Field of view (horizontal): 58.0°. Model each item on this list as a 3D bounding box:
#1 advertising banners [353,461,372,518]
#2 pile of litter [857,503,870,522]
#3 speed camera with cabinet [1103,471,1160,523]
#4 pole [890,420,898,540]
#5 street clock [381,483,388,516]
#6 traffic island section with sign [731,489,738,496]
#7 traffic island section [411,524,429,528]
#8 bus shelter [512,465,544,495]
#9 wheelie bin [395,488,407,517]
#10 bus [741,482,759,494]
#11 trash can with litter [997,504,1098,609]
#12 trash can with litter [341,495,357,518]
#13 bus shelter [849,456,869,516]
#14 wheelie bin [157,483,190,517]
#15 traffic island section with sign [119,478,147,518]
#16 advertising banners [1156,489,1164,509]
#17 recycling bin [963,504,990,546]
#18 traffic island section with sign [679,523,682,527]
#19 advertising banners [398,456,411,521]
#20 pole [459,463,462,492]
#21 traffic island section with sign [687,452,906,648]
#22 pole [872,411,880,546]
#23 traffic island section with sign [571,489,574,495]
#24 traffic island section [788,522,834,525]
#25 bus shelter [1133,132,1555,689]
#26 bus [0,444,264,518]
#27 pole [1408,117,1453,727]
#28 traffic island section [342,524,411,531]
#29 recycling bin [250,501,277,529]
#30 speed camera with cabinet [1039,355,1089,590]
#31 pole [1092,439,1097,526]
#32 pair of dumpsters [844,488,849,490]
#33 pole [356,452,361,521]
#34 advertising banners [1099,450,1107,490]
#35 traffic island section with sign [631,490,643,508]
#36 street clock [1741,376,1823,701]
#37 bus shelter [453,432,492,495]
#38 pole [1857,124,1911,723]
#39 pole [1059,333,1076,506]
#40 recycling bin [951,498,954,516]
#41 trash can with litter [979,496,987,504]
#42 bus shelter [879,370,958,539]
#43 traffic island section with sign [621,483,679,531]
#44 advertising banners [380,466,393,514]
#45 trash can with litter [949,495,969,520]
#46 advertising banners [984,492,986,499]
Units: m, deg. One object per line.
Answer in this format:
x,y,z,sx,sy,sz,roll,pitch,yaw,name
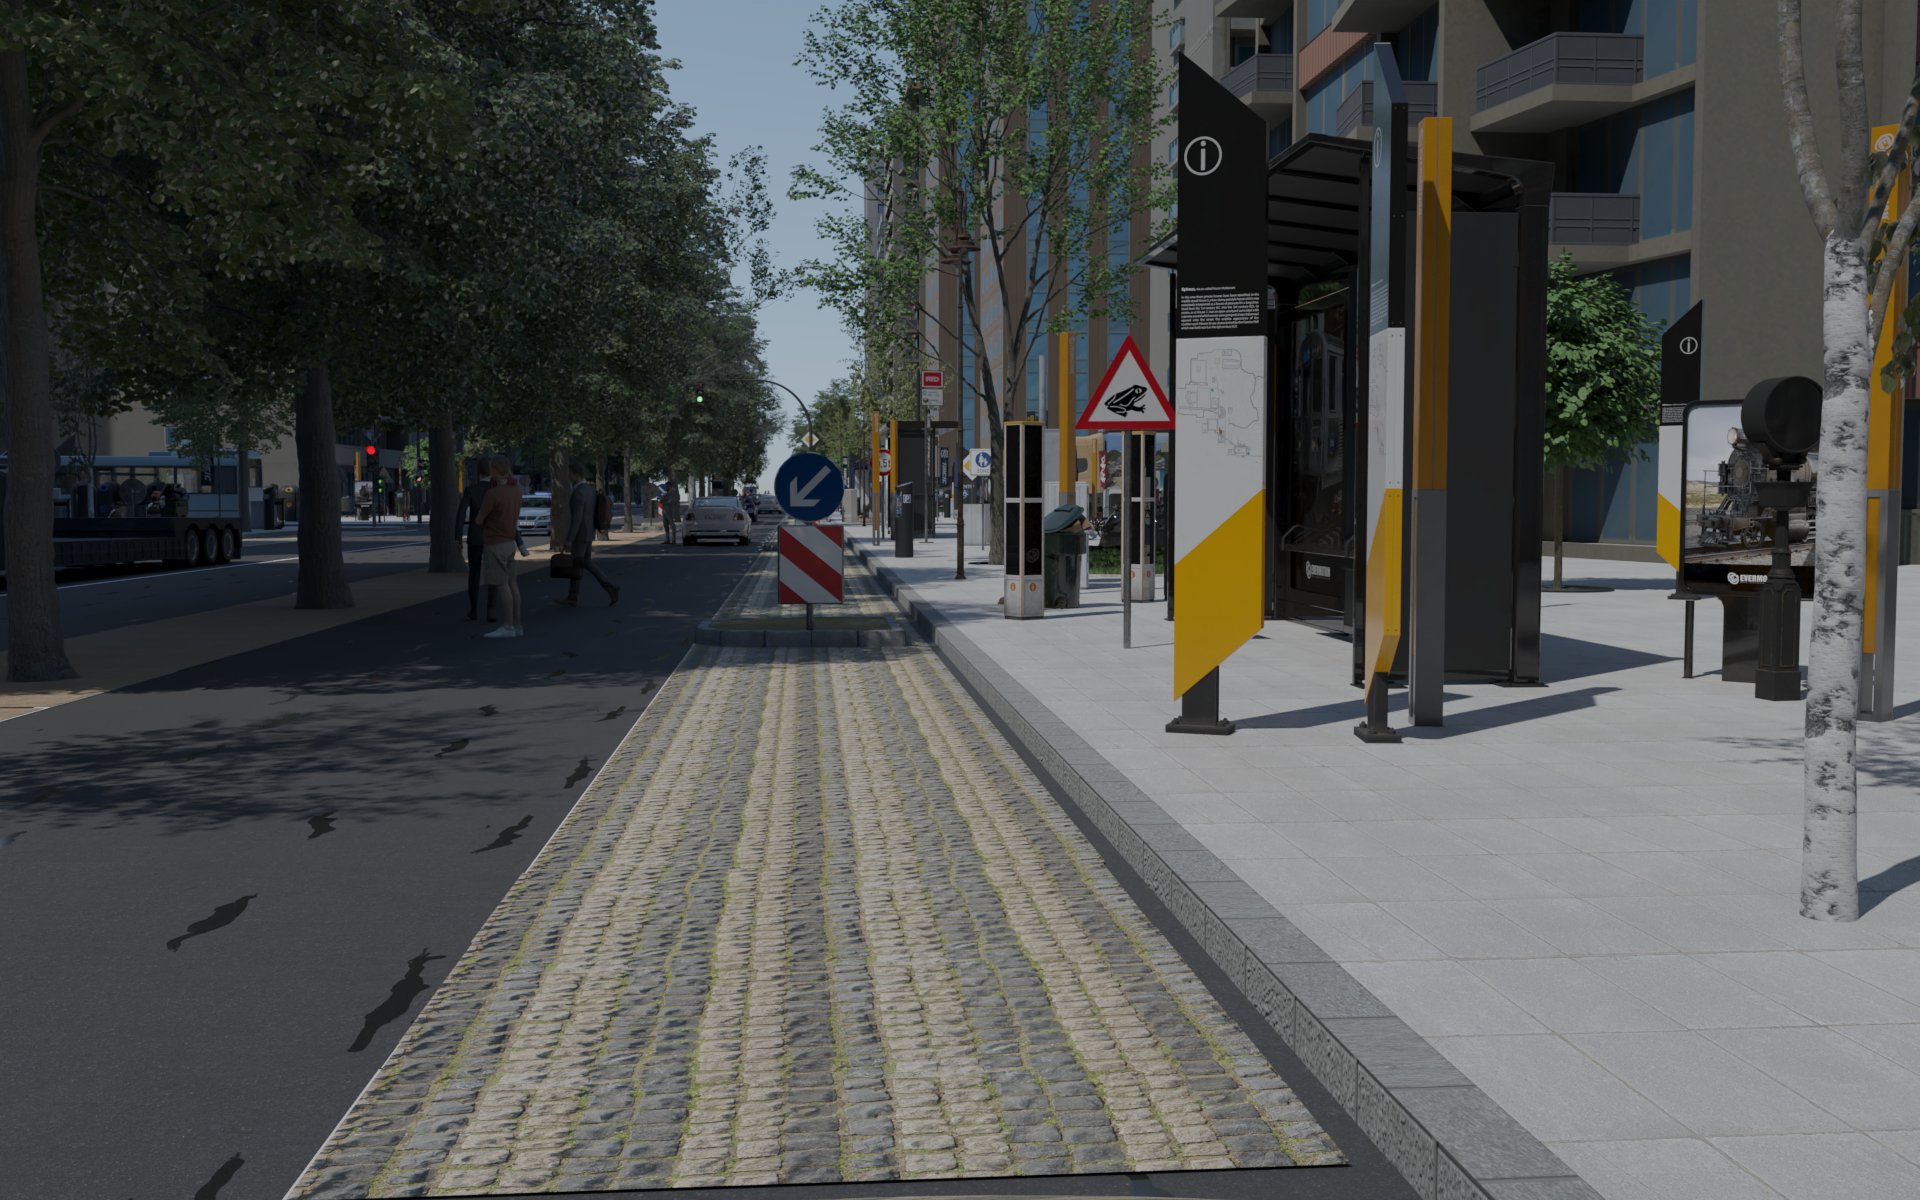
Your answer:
-31.558,-5.826,91.436,0.090,3.025,2.074,0,4,5,advertising banners
-4.528,-4.563,88.573,1.176,0.858,1.719,-1,4,-19,pile of litter
6.407,-4.302,64.672,2.038,3.252,0.660,0,4,-3,speed camera with cabinet
-1.820,-3.306,47.902,0.158,3.312,0.155,0,3,0,pole
-34.433,-6.049,103.474,0.358,2.002,0.471,2,4,33,street clock
-19.675,-8.729,150.847,2.006,1.907,1.989,0,4,-5,traffic island section with sign
-23.539,-3.249,75.409,2.009,0.180,2.903,0,4,-5,traffic island section
-31.198,-7.962,124.109,2.014,3.302,5.546,0,4,-5,bus shelter
-30.786,-5.359,95.532,0.693,1.594,0.980,-3,4,-38,wheelie bin
-35.919,-18.673,296.848,2.896,3.916,12.252,0,4,-5,bus
0.972,-0.484,19.297,1.055,1.170,0.624,-3,5,-40,trash can with litter
-33.146,-5.102,94.483,2.233,1.210,1.678,0,4,1,trash can with litter
-4.853,-6.068,93.127,2.014,3.302,5.546,0,4,-5,bus shelter
-23.140,-2.639,51.059,0.693,1.594,0.980,1,4,12,wheelie bin
-20.621,-2.092,42.832,1.989,1.847,2.006,0,4,-5,traffic island section with sign
5.657,-3.286,49.913,0.090,3.025,2.074,-1,4,-12,advertising banners
0.356,-1.882,43.323,0.722,1.027,0.722,1,4,10,recycling bin
-12.963,-4.151,76.007,2.006,1.907,1.989,0,4,-5,traffic island section with sign
-26.203,-5.228,81.668,0.090,3.025,2.074,0,4,-4,advertising banners
-26.875,-6.080,93.243,0.158,3.312,0.155,0,3,0,pole
-1.582,-0.512,16.997,1.989,1.847,2.006,0,4,-5,traffic island section with sign
-2.076,-2.994,42.799,0.158,3.312,0.155,0,3,0,pole
-27.952,-7.092,124.580,1.989,1.847,2.006,0,4,-5,traffic island section with sign
-6.615,-3.342,76.914,2.009,0.180,2.903,0,4,-5,traffic island section
2.860,-1.418,14.471,1.731,3.624,6.357,0,4,-5,bus shelter
-35.743,-4.653,70.940,13.247,3.499,2.948,0,4,-4,bus
2.588,-0.959,9.530,0.158,3.312,0.155,0,3,0,pole
-22.827,-2.763,67.456,2.009,0.180,2.903,0,4,-5,traffic island section
-25.708,-3.143,63.942,0.722,1.027,0.722,0,4,1,recycling bin
1.397,-1.820,24.090,0.660,3.252,2.038,0,4,-3,speed camera with cabinet
4.958,-4.282,63.860,0.158,3.312,0.155,0,3,0,pole
-7.297,-6.879,114.960,1.574,2.255,4.437,0,4,-5,pair of dumpsters
-29.123,-5.509,83.921,0.158,3.312,0.155,0,3,0,pole
6.170,-4.458,69.072,0.090,3.025,2.074,-2,4,-34,advertising banners
-32.475,-10.180,175.072,1.989,1.847,2.006,0,4,-5,traffic island section with sign
5.106,-0.378,10.757,0.471,2.002,0.358,-1,4,-12,street clock
-28.491,-7.514,100.482,2.179,5.291,8.768,0,4,-5,bus shelter
5.171,-0.971,9.717,0.158,3.312,0.155,0,3,0,pole
1.368,-1.725,22.044,0.158,3.312,0.155,0,3,0,pole
-0.301,-5.554,103.355,0.722,1.027,0.722,-2,4,-25,recycling bin
1.413,-4.391,83.173,1.055,1.170,0.624,0,4,6,trash can with litter
-1.396,-4.656,53.756,2.179,5.291,8.768,0,4,-5,bus shelter
-12.312,-3.700,68.629,2.006,1.907,1.989,0,4,-5,traffic island section with sign
-35.793,-6.902,109.029,2.074,3.025,0.090,2,4,34,advertising banners
0.562,-4.648,87.054,2.233,1.210,1.678,0,4,-3,trash can with litter
2.819,-8.445,134.264,2.074,3.025,0.090,-1,4,-20,advertising banners
